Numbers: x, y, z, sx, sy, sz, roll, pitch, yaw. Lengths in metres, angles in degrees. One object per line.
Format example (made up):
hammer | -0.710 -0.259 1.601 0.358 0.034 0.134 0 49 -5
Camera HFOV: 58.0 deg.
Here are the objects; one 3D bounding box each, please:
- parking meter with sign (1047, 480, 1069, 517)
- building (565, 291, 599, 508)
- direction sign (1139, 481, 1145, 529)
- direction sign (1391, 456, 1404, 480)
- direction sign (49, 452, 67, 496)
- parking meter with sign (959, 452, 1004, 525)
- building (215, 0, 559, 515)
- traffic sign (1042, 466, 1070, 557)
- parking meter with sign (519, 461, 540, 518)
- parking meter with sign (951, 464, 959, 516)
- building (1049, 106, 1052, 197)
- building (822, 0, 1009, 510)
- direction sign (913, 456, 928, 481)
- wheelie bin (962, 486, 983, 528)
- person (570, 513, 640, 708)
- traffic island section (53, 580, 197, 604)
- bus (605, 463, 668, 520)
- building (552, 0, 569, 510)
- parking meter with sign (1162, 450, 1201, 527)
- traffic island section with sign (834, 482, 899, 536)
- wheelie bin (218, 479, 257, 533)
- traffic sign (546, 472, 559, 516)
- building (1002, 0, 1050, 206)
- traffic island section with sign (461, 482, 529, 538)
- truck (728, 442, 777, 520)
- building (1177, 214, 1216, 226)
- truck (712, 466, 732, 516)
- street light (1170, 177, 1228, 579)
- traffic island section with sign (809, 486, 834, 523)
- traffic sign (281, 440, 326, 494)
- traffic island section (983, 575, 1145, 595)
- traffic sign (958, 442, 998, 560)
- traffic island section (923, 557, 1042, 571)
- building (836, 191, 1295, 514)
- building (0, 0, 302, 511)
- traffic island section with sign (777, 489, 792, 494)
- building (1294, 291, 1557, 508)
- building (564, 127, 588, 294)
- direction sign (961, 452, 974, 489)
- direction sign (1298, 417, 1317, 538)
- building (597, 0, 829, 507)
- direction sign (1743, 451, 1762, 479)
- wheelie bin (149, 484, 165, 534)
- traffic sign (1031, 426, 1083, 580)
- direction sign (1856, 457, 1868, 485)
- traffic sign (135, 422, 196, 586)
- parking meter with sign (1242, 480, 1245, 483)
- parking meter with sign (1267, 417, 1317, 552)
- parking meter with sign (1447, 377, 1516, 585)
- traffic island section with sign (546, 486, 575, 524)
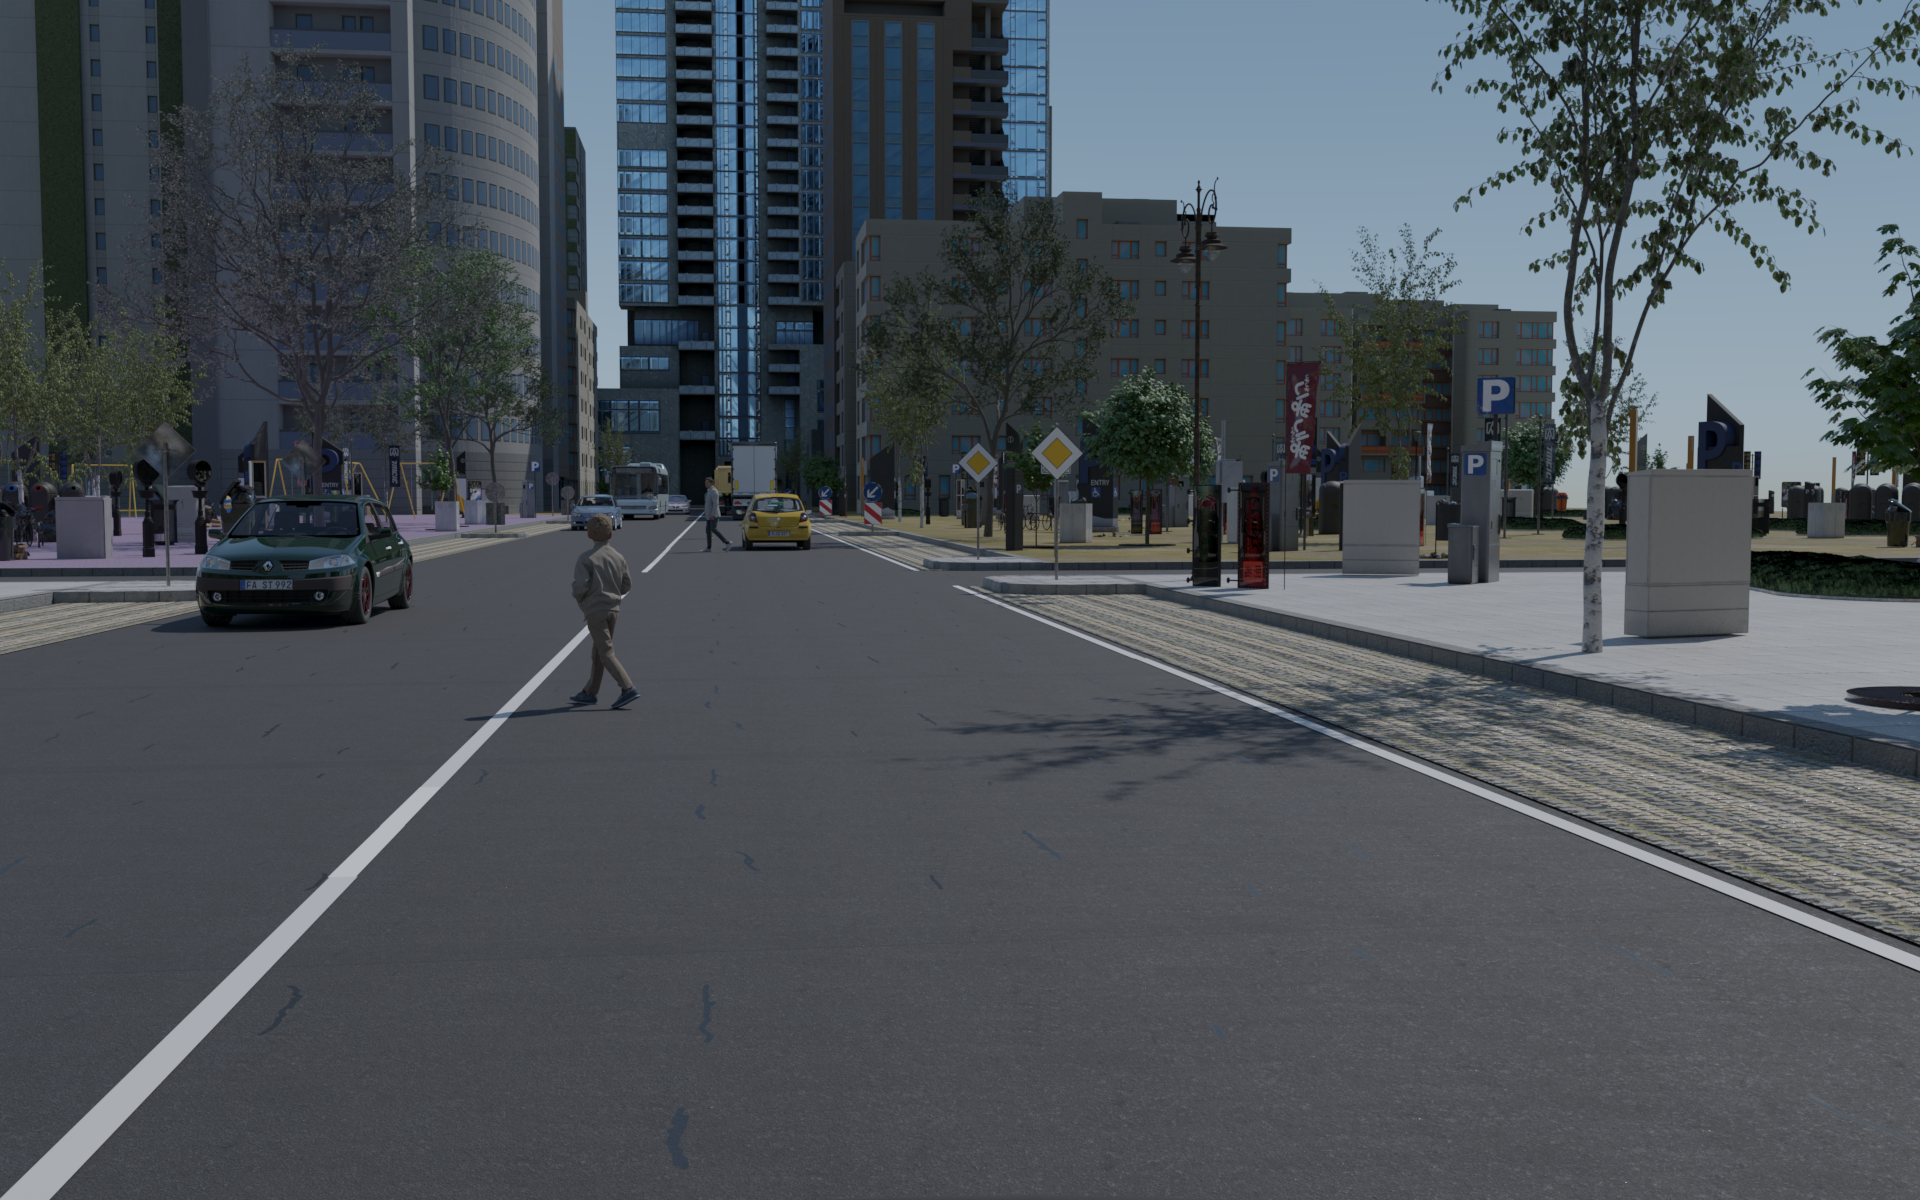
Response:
parking meter with sign | 5.693 -6.117 96.279 1.738 3.016 0.543 0 4 1
building | -49.982 -19.515 164.113 28.899 21.520 27.650 0 4 -8
direction sign | 6.705 -4.427 64.373 0.876 3.537 0.379 3 5 45
direction sign | 25.792 -6.738 102.158 0.379 3.537 0.876 -3 4 -37
direction sign | -48.082 -6.139 92.375 0.876 3.537 0.379 -1 4 -11
parking meter with sign | 0.931 -4.604 71.533 1.738 3.016 0.543 0 4 4
building | -39.747 -35.228 117.983 21.231 58.520 28.212 0 4 -8
traffic sign | 1.960 -2.040 35.479 0.606 2.300 0.079 0 4 -4
parking meter with sign | -23.088 -5.899 92.715 0.543 3.016 1.738 -3 4 -38
parking meter with sign | -0.019 -6.403 100.947 0.543 3.016 1.738 1 4 15
building | -1.460 -35.599 205.748 21.600 48.544 21.300 0 4 -8
building | -4.109 -30.255 144.772 14.600 45.320 14.200 0 4 -8
direction sign | -2.350 -6.792 103.045 0.876 3.537 0.379 -1 4 -17
wheelie bin | 0.462 -3.505 65.216 0.693 1.594 0.980 -1 4 -19
person | -2.416 0.070 11.636 0.640 1.303 0.475 2 4 26
traffic island section | -11.066 -0.115 24.168 2.009 0.180 2.903 0 4 -8
bus | -18.380 -6.404 99.563 2.948 3.499 13.247 0 4 -7
building | -39.584 -29.975 140.194 14.600 45.320 14.200 0 4 -8
parking meter with sign | 8.447 -4.323 66.948 1.738 3.016 0.543 -2 4 -28
traffic island section with sign | -3.180 -3.123 59.684 1.989 1.847 2.006 0 4 -8
wheelie bin | -15.618 -1.808 37.476 0.693 1.594 0.980 -1 4 -12
traffic sign | -23.677 -6.149 100.648 0.768 2.556 0.104 0 4 -7
building | -3.025 -52.220 166.470 22.319 86.520 31.000 0 4 -8
traffic island section with sign | -15.246 -2.951 56.883 1.989 1.847 2.006 0 4 -8
truck | -11.772 -6.698 98.427 2.839 4.237 11.283 0 4 -7
building | 17.913 -24.959 179.788 14.107 30.474 14.160 0 4 -8
truck | -15.357 -7.499 118.534 3.469 3.379 9.791 0 4 -6
street light | 3.517 -3.235 25.677 0.468 5.910 1.993 0 4 -8
traffic island section with sign | -6.861 -4.756 86.388 1.989 1.847 2.006 0 4 -8
traffic sign | -12.130 -1.736 32.021 0.795 2.450 0.064 0 4 -8
traffic island section | 1.459 -0.220 25.877 2.009 0.180 2.903 0 4 -8
traffic sign | 0.351 -1.839 33.707 0.795 2.450 0.064 0 4 -8
traffic island section | 0.373 -0.704 33.788 2.009 0.180 2.903 0 4 -8
building | 5.849 -17.132 125.151 27.650 21.520 28.899 0 4 -8
building | -79.616 -37.895 161.575 28.212 58.520 21.231 0 4 -8
traffic island section with sign | -13.621 -7.776 135.771 1.989 1.847 2.006 0 4 -8
building | 40.207 -20.227 175.758 28.899 21.520 27.650 0 4 -8
building | -49.430 -31.288 195.161 14.086 41.232 14.154 0 4 -8
direction sign | 0.408 -6.164 92.779 0.876 3.537 0.379 -3 5 -41
direction sign | 10.063 -3.610 51.014 0.876 3.537 0.379 1 4 20
building | -27.711 -54.351 201.315 31.000 86.520 22.319 0 4 -8
direction sign | 41.788 -6.080 91.403 0.876 3.537 0.379 0 4 8
wheelie bin | -25.923 -2.941 55.987 0.693 1.594 0.980 0 4 -1
traffic sign | 1.437 -1.355 25.796 0.795 2.450 0.064 0 4 -8
direction sign | 38.304 -4.962 73.124 0.876 3.537 0.379 3 4 38
traffic sign | -11.043 -1.252 24.110 0.795 2.450 0.064 0 4 -8
parking meter with sign | 14.838 -5.886 92.495 1.738 3.016 0.543 1 4 23
parking meter with sign | 7.232 -2.608 38.903 1.738 3.016 0.543 -3 5 -41
parking meter with sign | 7.571 -1.772 25.241 0.543 3.016 1.738 2 4 32
traffic island section with sign | -18.905 -4.590 83.676 1.989 1.847 2.006 0 4 -8
